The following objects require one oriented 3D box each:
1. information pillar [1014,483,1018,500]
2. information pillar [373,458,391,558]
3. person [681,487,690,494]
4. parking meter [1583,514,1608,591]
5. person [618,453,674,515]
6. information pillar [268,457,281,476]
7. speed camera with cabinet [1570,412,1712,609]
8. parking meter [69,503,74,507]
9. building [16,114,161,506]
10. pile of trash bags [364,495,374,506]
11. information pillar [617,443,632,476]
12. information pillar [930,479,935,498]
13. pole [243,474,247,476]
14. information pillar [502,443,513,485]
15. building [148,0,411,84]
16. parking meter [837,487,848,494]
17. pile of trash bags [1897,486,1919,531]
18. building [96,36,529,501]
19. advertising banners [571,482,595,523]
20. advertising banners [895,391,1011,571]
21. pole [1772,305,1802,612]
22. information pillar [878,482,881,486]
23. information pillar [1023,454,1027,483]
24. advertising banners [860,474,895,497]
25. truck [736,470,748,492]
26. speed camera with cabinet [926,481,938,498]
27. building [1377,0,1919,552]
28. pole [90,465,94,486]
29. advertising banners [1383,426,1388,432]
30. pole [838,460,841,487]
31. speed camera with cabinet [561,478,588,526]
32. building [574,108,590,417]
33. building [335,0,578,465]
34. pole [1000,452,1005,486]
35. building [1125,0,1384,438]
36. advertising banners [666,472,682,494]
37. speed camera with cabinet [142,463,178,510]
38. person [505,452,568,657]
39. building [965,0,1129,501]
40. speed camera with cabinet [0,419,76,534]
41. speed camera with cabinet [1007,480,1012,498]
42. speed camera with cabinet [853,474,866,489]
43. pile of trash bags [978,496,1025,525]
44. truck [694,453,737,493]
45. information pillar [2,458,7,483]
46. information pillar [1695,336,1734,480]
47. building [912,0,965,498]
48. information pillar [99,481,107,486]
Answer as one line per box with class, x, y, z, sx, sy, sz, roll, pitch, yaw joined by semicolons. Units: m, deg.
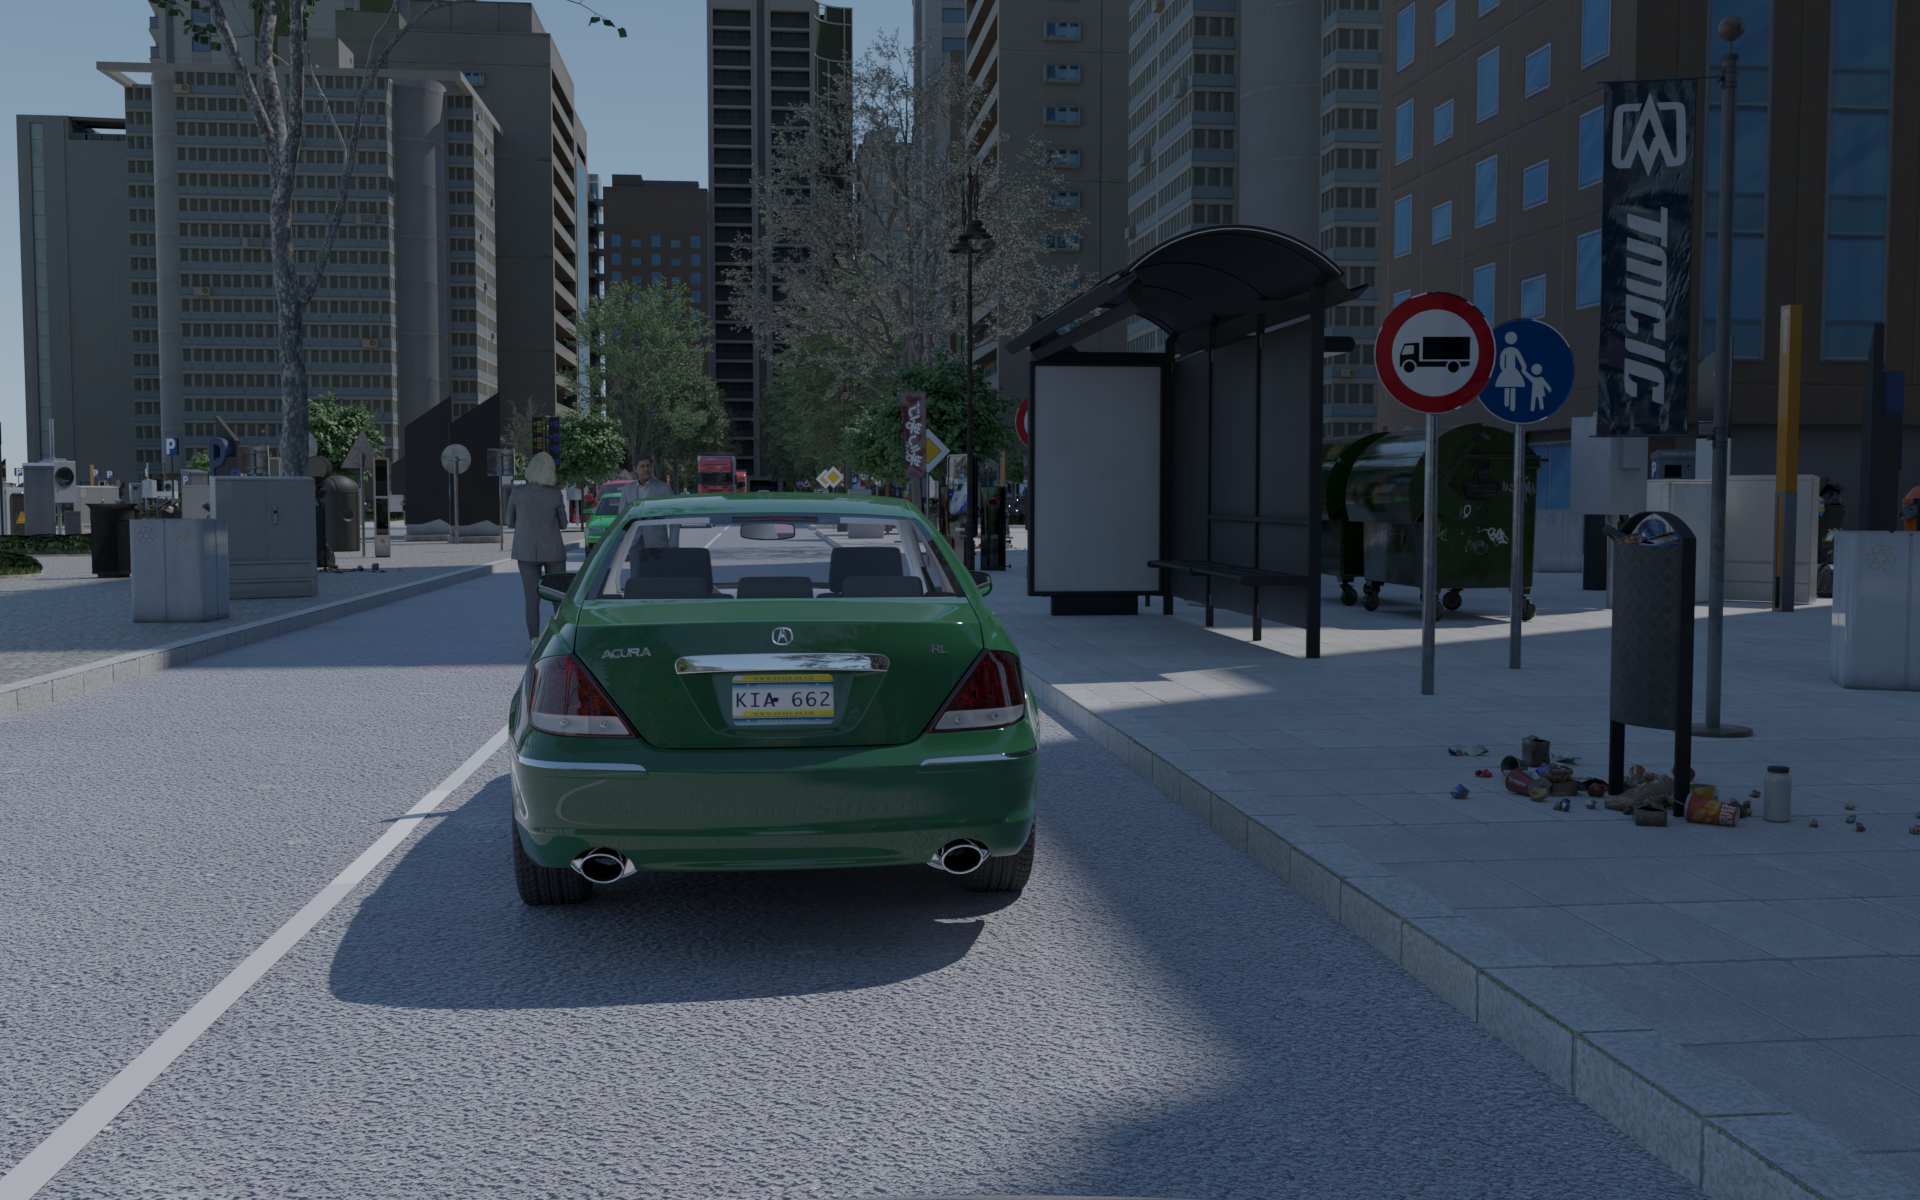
information pillar;3.702;-6.583;112.120;0.304;2.012;0.304;-1;4;-12
information pillar;-11.701;-1.869;35.045;0.304;2.012;0.304;-1;4;-20
person;-14.905;-5.237;94.136;0.660;1.820;0.620;-2;4;-24
parking meter;8.523;-0.899;23.114;0.372;1.533;0.369;0;3;0
person;-3.139;-0.562;17.536;0.661;1.843;0.795;1;4;8
information pillar;-13.612;-1.848;34.708;0.304;2.012;0.304;1;4;21
speed camera with cabinet;7.906;-1.567;19.950;2.038;3.252;0.660;-2;4;-33
parking meter;-59.918;-6.803;116.944;0.399;1.863;0.255;0;4;5
building;-92.973;-30.998;190.415;14.086;41.232;14.154;0;4;-6
pile of trash bags;-45.072;-7.515;132.616;1.912;1.369;3.447;1;4;20
information pillar;-14.713;-5.146;75.496;0.504;3.616;0.183;-2;4;-34
information pillar;-1.252;-5.117;75.012;0.183;3.616;0.504;2;4;31
pole;-36.499;-5.785;88.435;0.158;3.312;0.155;0;3;0
information pillar;-20.865;-5.418;79.936;0.504;3.616;0.183;-2;4;-35
building;-71.285;-39.557;188.762;28.212;58.520;21.231;0;4;-6
parking meter;-3.986;-3.076;58.704;0.372;1.533;0.369;0;3;0
pile of trash bags;10.416;-0.388;16.097;1.912;1.369;3.447;-2;4;-30
building;-54.171;-28.133;151.857;32.217;40.220;23.993;0;4;-6
advertising banners;-16.819;-4.867;75.770;2.074;3.025;0.090;-2;4;-34
advertising banners;-0.106;-2.017;29.165;2.074;3.025;0.090;2;4;25
pole;8.981;-1.527;18.802;0.158;3.312;0.155;0;3;0
information pillar;-4.923;-7.150;108.260;0.504;3.616;0.183;-1;4;-21
information pillar;3.904;-6.712;101.090;0.504;3.616;0.183;3;4;39
advertising banners;-2.561;-3.909;60.104;2.074;3.025;0.090;0;4;1
truck;-26.270;-13.078;202.743;2.839;4.237;11.283;0;4;-7
speed camera with cabinet;-0.982;-6.717;104.155;2.038;3.252;0.660;0;4;4
building;19.368;-23.917;41.150;14.600;45.320;14.200;0;4;-6
pole;-60.355;-7.747;120.511;0.158;3.312;0.155;0;3;0
advertising banners;10.971;-3.015;45.487;0.090;3.025;2.074;0;4;2
pole;-6.998;-6.538;100.744;0.158;3.312;0.155;0;3;0
speed camera with cabinet;-15.879;-4.586;69.315;0.660;3.252;2.038;3;4;39
building;-49.814;-33.363;195.603;14.200;45.320;14.600;0;4;-6
building;-50.706;-33.721;175.040;21.300;48.544;21.600;0;4;-6
pole;2.054;-5.479;83.429;0.158;3.312;0.155;0;3;0
building;23.287;-25.049;101.438;23.993;40.220;32.217;0;4;-6
advertising banners;-22.657;-8.677;138.050;0.090;3.025;2.074;3;4;38
speed camera with cabinet;-50.940;-7.091;110.277;2.038;3.252;0.660;0;4;2
person;-3.732;-0.406;15.321;0.537;1.800;0.526;0;4;-3
building;12.194;-31.346;136.216;21.300;48.544;21.600;0;4;-6
speed camera with cabinet;-24.021;-3.094;44.924;0.660;3.252;2.038;2;4;26
speed camera with cabinet;2.403;-7.217;112.336;2.038;3.252;0.660;-2;4;-34
speed camera with cabinet;-5.511;-6.905;107.232;2.038;3.252;0.660;0;4;4
pile of trash bags;2.646;-3.822;72.243;3.447;1.369;1.912;-1;4;-16
truck;-16.785;-8.002;119.751;2.839;4.237;11.283;0;4;-7
information pillar;-62.310;-7.429;112.823;0.183;3.616;0.504;1;4;15
information pillar;11.246;-2.108;25.824;0.504;3.616;0.183;2;4;34
building;5.279;-39.902;194.390;21.231;58.520;28.212;0;4;-6
information pillar;-47.835;-5.640;96.701;0.304;2.012;0.304;-1;4;-11
